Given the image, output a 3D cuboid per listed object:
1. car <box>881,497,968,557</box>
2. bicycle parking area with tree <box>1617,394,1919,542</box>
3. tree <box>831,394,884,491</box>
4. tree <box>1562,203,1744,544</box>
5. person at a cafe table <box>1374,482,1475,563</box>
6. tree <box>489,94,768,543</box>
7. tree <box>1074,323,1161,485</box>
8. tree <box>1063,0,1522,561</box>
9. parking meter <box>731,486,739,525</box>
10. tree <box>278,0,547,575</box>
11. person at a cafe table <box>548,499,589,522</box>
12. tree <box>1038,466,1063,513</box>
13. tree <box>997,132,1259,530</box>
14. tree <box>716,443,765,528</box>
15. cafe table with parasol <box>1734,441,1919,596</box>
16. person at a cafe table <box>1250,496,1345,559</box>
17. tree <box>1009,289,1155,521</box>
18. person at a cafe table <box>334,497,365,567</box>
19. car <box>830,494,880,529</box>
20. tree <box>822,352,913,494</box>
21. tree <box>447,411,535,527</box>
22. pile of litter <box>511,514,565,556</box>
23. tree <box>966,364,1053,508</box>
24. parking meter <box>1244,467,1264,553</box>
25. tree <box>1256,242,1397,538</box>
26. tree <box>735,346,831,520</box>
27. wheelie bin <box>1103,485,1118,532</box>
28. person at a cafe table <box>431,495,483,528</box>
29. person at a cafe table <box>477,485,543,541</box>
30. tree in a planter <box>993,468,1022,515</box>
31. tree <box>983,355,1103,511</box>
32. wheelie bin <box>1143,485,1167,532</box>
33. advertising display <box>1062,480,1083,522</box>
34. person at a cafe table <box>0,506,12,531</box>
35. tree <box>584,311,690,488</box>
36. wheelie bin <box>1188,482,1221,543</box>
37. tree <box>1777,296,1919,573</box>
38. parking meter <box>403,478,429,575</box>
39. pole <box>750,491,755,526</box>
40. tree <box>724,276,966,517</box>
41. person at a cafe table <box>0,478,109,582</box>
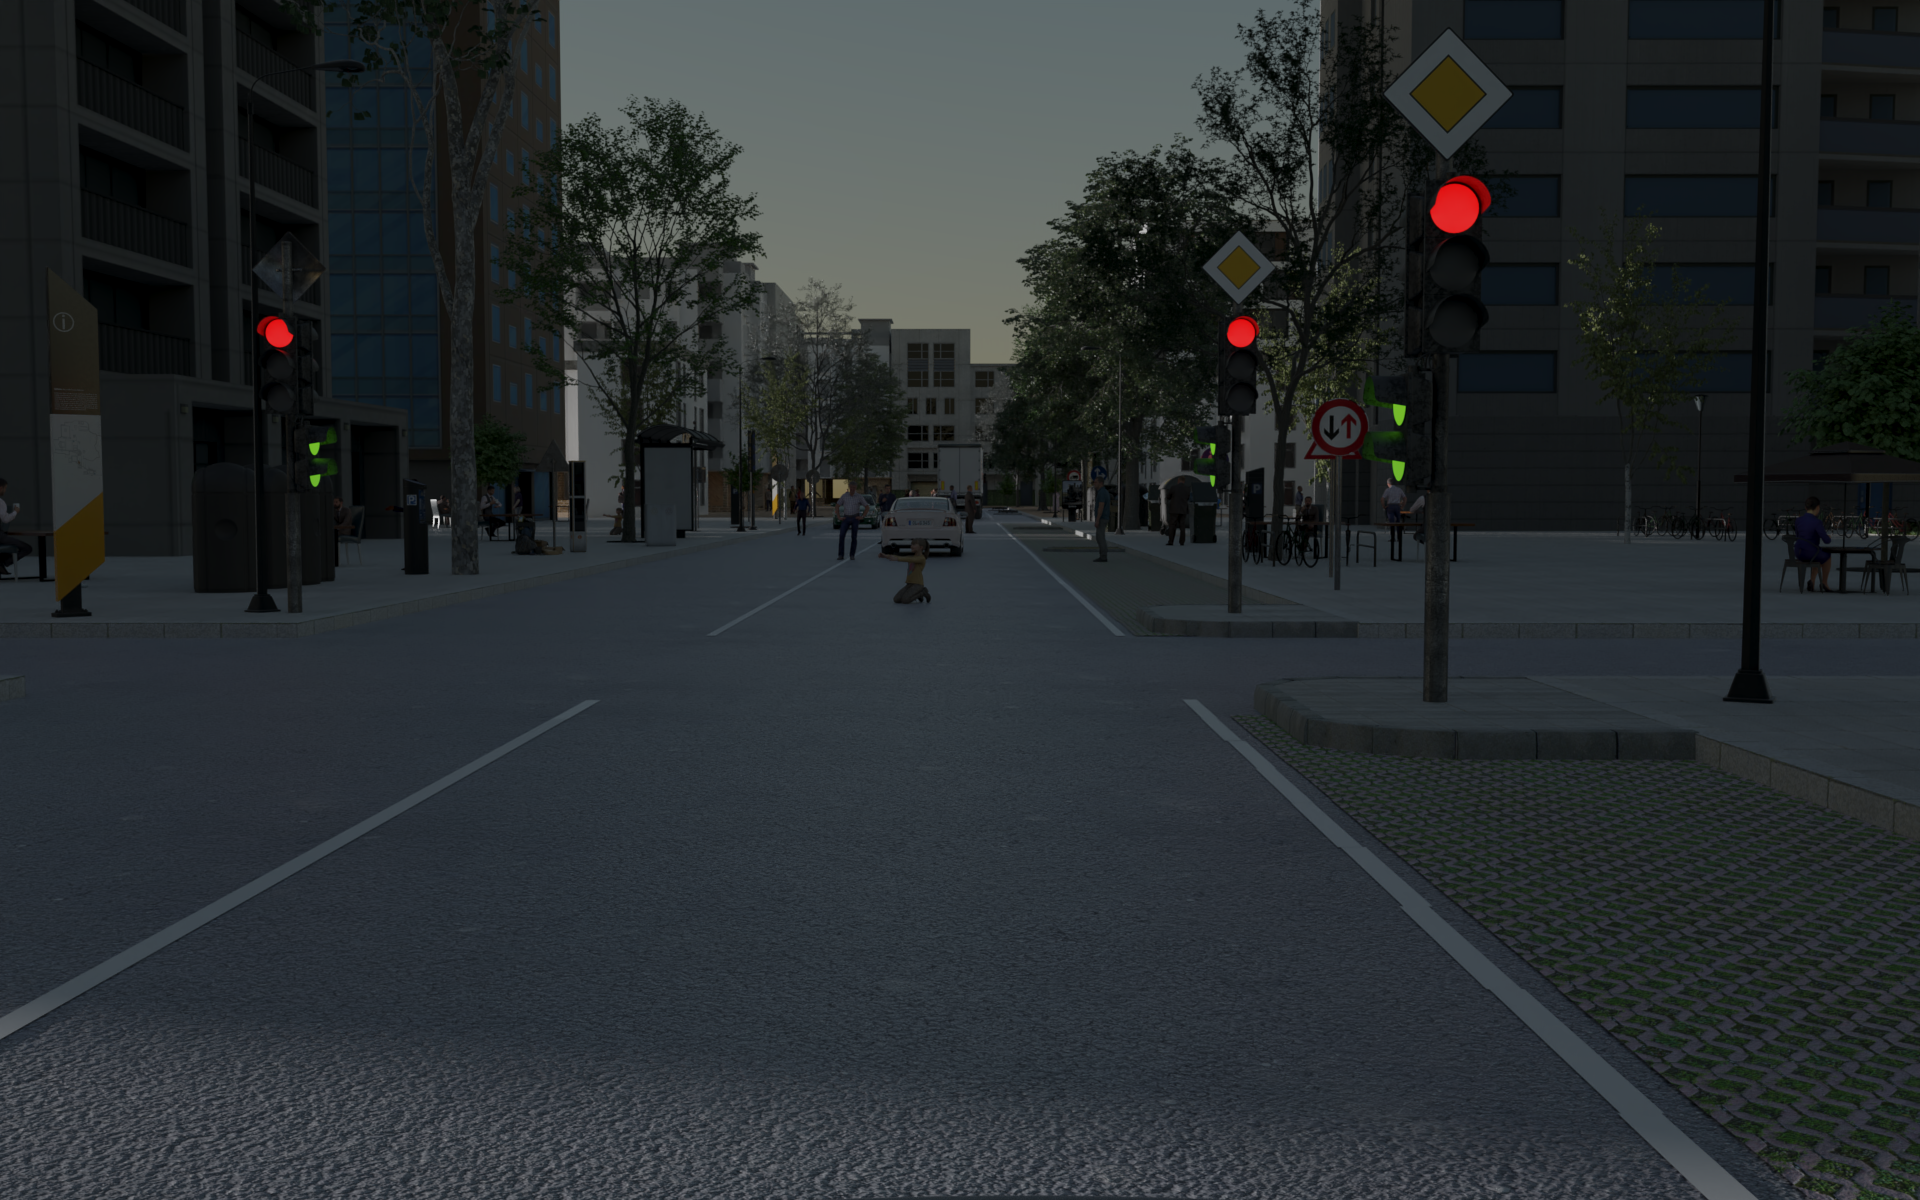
[{"bbox_3d":[-0.856,-1.756,41.068,2.083,1.381,4.827,0,4,1],"label":"car"},{"bbox_3d":[23.929,-3.876,50.380,8.231,4.147,9.016,0,4,8],"label":"bicycle parking area with tree"},{"bbox_3d":[-7.848,-10.772,126.482,4.737,8.622,4.395,0,3,0],"label":"tree"},{"bbox_3d":[17.174,-5.724,43.943,4.737,8.622,4.395,0,3,0],"label":"tree"},{"bbox_3d":[8.870,-1.489,32.855,1.698,1.524,1.622,0,4,2],"label":"person at a cafe table"},{"bbox_3d":[-8.607,-7.317,45.387,9.928,11.665,9.643,0,3,0],"label":"tree"},{"bbox_3d":[6.611,-7.580,74.303,4.360,8.622,3.978,0,3,0],"label":"tree"},{"bbox_3d":[5.966,-6.009,32.666,8.767,10.594,7.601,1,4,12],"label":"tree"},{"bbox_3d":[-9.447,-4.108,72.878,0.399,1.863,0.255,-1,4,-11],"label":"parking meter"},{"bbox_3d":[-6.734,-10.524,27.960,12.611,20.169,13.585,0,3,0],"label":"tree"},{"bbox_3d":[-18.223,-4.289,80.985,1.726,1.238,1.698,0,4,-3],"label":"person at a cafe table"},{"bbox_3d":[6.171,-7.603,118.915,1.663,3.219,1.824,0,3,0],"label":"tree"},{"bbox_3d":[6.077,-9.500,61.981,9.857,13.997,8.962,0,3,0],"label":"tree"},{"bbox_3d":[-8.113,-4.351,65.735,1.663,3.219,1.824,0,3,0],"label":"tree"},{"bbox_3d":[11.523,-1.082,22.560,2.610,1.966,2.610,2,4,35],"label":"cafe table with parasol"},{"bbox_3d":[6.905,-1.475,34.976,1.698,1.238,1.726,2,4,29],"label":"person at a cafe table"},{"bbox_3d":[5.940,-9.702,84.390,9.928,11.665,9.643,0,3,0],"label":"tree"},{"bbox_3d":[-11.408,-1.217,30.764,1.698,1.238,1.726,2,4,33],"label":"person at a cafe table"},{"bbox_3d":[-4.274,-3.679,71.942,2.131,1.459,4.920,0,4,0],"label":"car"},{"bbox_3d":[-7.157,-13.501,138.866,7.486,12.596,7.792,0,3,0],"label":"tree"},{"bbox_3d":[-18.659,-5.212,68.926,4.285,4.588,4.351,0,3,0],"label":"tree"},{"bbox_3d":[-9.021,-1.406,36.952,1.176,0.858,1.719,0,4,-5],"label":"pile of litter"},{"bbox_3d":[5.365,-15.564,164.845,12.009,13.543,11.850,0,3,0],"label":"tree"},{"bbox_3d":[6.449,-1.974,37.986,0.399,1.863,0.255,-1,4,-10],"label":"parking meter"},{"bbox_3d":[10.442,-6.090,49.932,4.737,8.622,4.395,0,3,0],"label":"tree"},{"bbox_3d":[-8.896,-8.273,85.629,4.737,8.622,4.395,0,3,0],"label":"tree"},{"bbox_3d":[5.062,-3.089,58.411,0.980,1.594,0.693,-3,5,-41],"label":"wheelie bin"},{"bbox_3d":[-19.150,-3.345,65.548,1.698,1.238,1.726,3,5,42],"label":"person at a cafe table"},{"bbox_3d":[-12.614,-2.392,47.623,1.622,1.524,1.698,1,4,14],"label":"person at a cafe table"},{"bbox_3d":[3.306,-7.536,120.432,1.991,3.239,1.994,0,4,0],"label":"tree in a planter"},{"bbox_3d":[6.303,-13.245,133.561,9.611,12.733,9.660,0,3,0],"label":"tree"},{"bbox_3d":[6.774,-3.152,59.446,0.980,1.594,0.693,1,4,13],"label":"wheelie bin"},{"bbox_3d":[5.171,-4.557,79.726,0.974,1.923,0.123,1,4,16],"label":"advertising display"},{"bbox_3d":[-18.117,-1.248,31.265,1.726,1.238,1.698,-1,4,-17],"label":"person at a cafe table"},{"bbox_3d":[-12.531,-7.258,69.035,4.737,8.622,4.395,0,3,0],"label":"tree"},{"bbox_3d":[6.303,-2.282,45.215,0.980,1.594,0.693,0,4,-7],"label":"wheelie bin"},{"bbox_3d":[15.496,-2.753,28.732,4.285,4.588,4.351,0,3,0],"label":"tree"},{"bbox_3d":[-8.686,-1.176,27.646,0.372,1.533,0.369,0,3,0],"label":"parking meter"},{"bbox_3d":[-8.347,-4.639,69.693,0.158,3.312,0.155,0,3,0],"label":"pole"},{"bbox_3d":[-8.121,-11.404,96.818,12.009,13.543,11.850,0,3,0],"label":"tree"},{"bbox_3d":[-13.821,-1.039,25.506,1.698,1.524,1.622,2,4,29],"label":"person at a cafe table"}]
